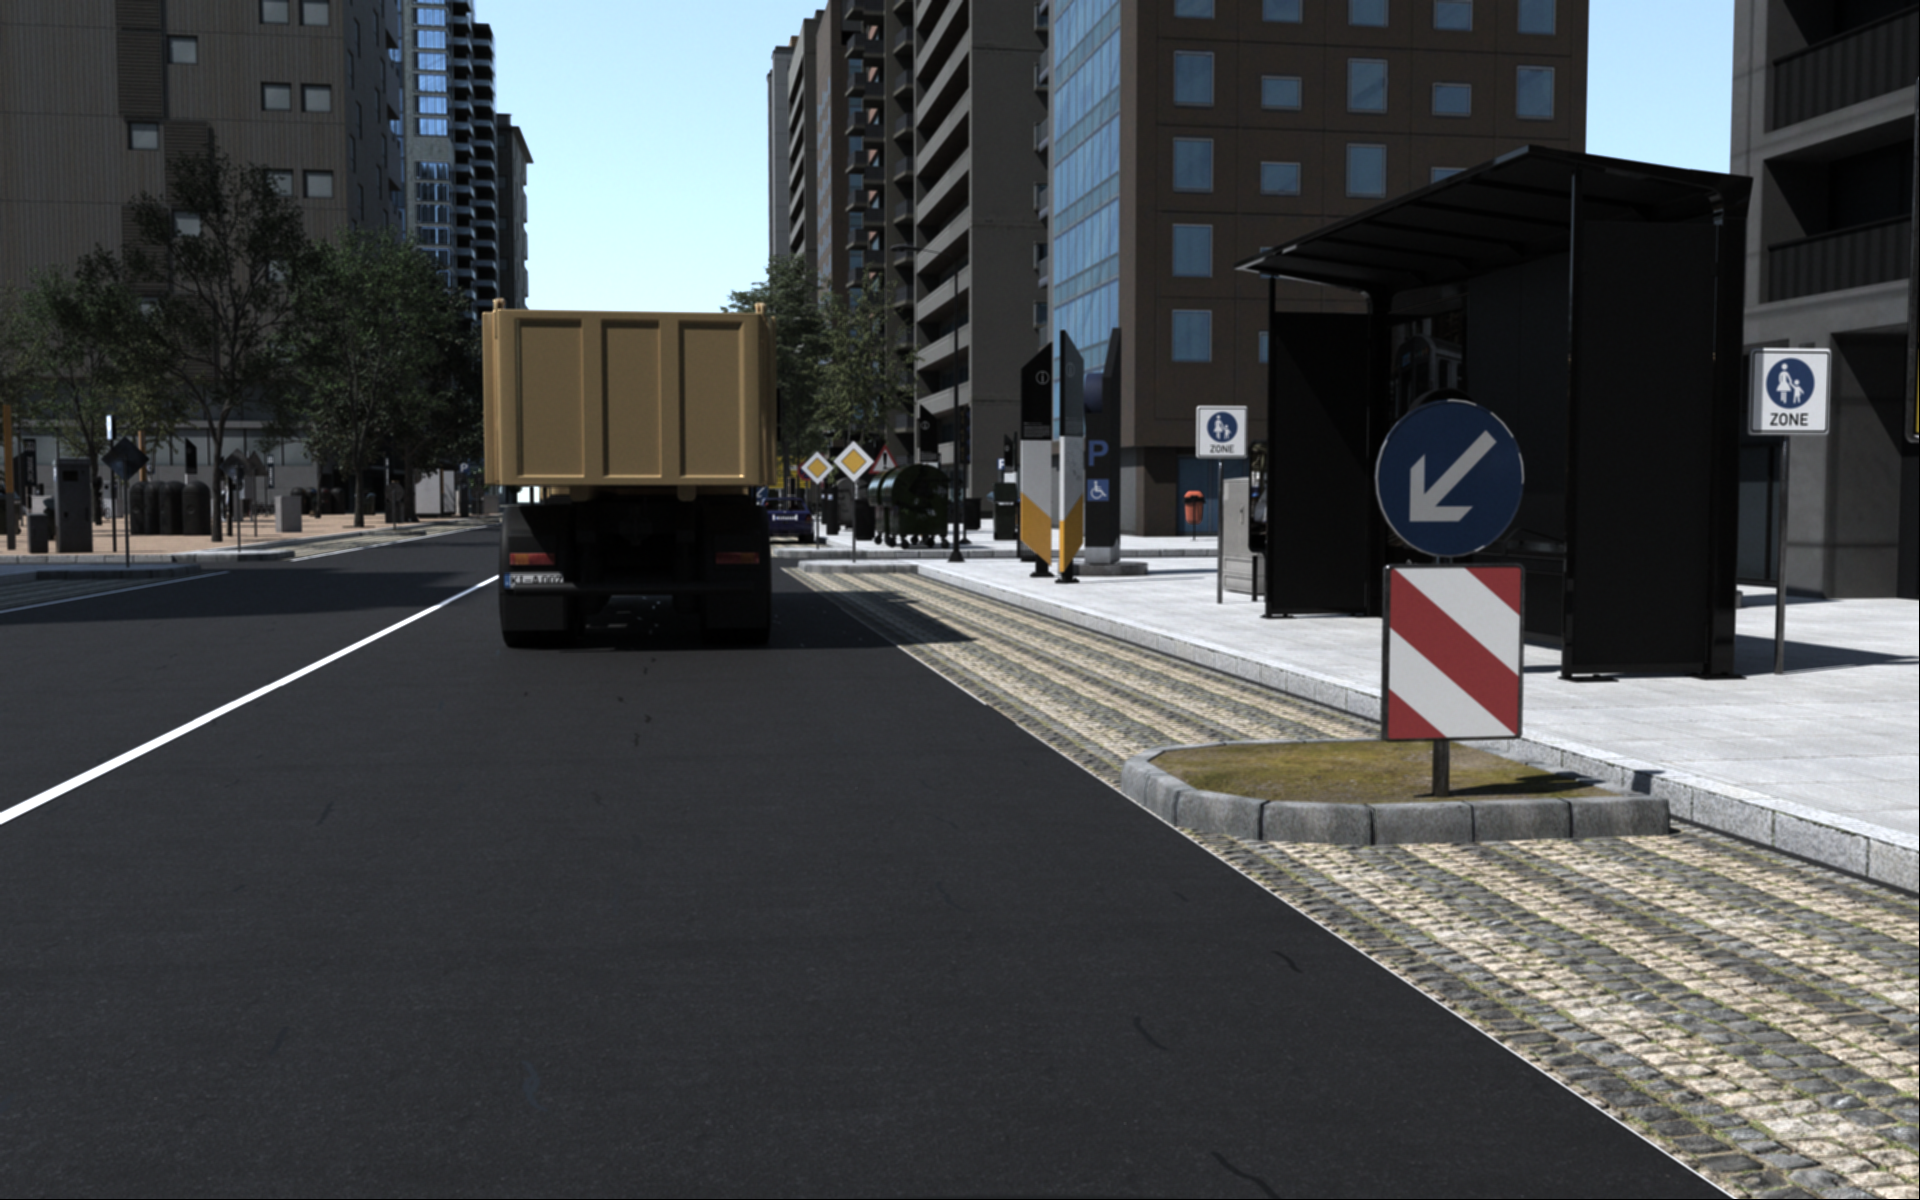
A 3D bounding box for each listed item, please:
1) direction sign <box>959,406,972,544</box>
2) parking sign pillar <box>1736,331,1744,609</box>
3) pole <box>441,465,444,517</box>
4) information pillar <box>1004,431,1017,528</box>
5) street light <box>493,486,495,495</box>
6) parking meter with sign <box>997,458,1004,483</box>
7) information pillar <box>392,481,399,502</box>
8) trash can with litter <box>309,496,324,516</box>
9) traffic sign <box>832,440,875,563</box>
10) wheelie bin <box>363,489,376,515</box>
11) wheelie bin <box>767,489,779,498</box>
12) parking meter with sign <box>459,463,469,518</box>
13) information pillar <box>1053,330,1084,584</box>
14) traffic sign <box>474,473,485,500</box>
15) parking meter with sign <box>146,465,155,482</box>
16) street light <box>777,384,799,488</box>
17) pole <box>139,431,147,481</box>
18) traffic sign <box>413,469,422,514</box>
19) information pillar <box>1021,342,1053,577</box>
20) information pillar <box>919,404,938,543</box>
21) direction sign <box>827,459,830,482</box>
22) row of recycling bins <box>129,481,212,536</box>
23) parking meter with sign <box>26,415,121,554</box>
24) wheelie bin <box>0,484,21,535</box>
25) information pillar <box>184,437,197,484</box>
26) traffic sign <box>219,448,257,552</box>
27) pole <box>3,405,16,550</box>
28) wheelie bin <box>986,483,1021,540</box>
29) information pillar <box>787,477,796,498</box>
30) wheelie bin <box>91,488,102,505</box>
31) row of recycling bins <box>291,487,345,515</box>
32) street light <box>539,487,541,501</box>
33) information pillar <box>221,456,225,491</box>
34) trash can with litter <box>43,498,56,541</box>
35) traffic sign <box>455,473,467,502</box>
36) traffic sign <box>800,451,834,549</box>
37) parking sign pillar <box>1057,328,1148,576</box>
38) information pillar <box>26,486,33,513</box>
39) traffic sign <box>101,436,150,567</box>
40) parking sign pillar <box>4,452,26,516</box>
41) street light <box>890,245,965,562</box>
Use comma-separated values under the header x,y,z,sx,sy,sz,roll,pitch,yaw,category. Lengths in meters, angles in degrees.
x,y,z,sx,sy,sz,roll,pitch,yaw,category
0.121,-3.229,44.799,0.379,3.537,0.876,1,4,18,direction sign
8.196,-1.914,19.772,1.447,3.967,1.447,-2,4,-35,parking sign pillar
-29.109,-6.330,97.340,0.158,3.312,0.155,0,3,0,pole
1.923,-4.657,67.489,0.504,3.616,0.183,3,4,38,information pillar
-30.013,-8.621,113.500,1.470,5.913,1.316,-1,4,-10,street light
2.258,-5.455,85.452,0.543,3.016,1.738,1,4,12,parking meter with sign
-31.521,-5.643,96.749,0.304,2.012,0.304,-3,5,-39,information pillar
-37.418,-5.459,100.634,0.624,1.170,1.055,0,4,1,trash can with litter
-1.983,-1.754,32.326,0.795,2.450,0.064,-1,4,-10,traffic sign
-35.736,-5.916,104.634,0.980,1.594,0.693,1,4,9,wheelie bin
-10.129,-5.163,92.324,0.980,1.594,0.693,-3,4,-37,wheelie bin
-27.342,-6.070,95.498,0.543,3.016,1.738,-1,4,-15,parking meter with sign
1.599,-2.053,24.929,0.183,3.616,0.504,3,5,40,information pillar
-29.232,-6.447,105.513,0.768,2.556,0.104,0,4,-6,traffic sign
-47.889,-6.496,102.467,0.543,3.016,1.738,-2,4,-26,parking meter with sign
-7.333,-6.121,72.613,1.470,5.913,1.316,-1,4,-10,street light
-26.346,-3.794,55.867,0.158,3.312,0.155,0,3,0,pole
-27.322,-5.300,86.766,0.768,2.556,0.104,-1,4,-9,traffic sign
1.187,-2.159,26.658,0.504,3.616,0.183,-1,4,-12,information pillar
-0.817,-3.278,44.947,0.504,3.616,0.183,0,4,5,information pillar
-8.171,-7.357,112.287,0.876,3.537,0.379,0,4,-1,direction sign
-24.842,-2.893,54.410,3.534,1.692,1.069,2,4,32,row of recycling bins
-19.386,-2.540,37.791,1.738,3.016,0.543,-3,4,-37,parking meter with sign
-30.059,-2.852,54.546,0.693,1.594,0.980,0,4,-5,wheelie bin
-31.665,-4.892,71.331,0.183,3.616,0.504,2,4,34,information pillar
-15.881,-2.108,38.111,0.795,2.450,0.064,-1,4,-10,traffic sign
-21.819,-2.808,39.754,0.158,3.312,0.155,0,3,0,pole
1.210,-2.461,48.142,0.980,1.594,0.693,0,4,-6,wheelie bin
-7.382,-4.373,75.990,0.304,2.012,0.304,-2,4,-25,information pillar
-47.634,-5.331,95.072,0.693,1.594,0.980,2,4,26,wheelie bin
-39.974,-6.155,107.744,1.069,1.692,3.534,3,4,37,row of recycling bins
-37.002,-11.146,154.776,1.470,5.913,1.316,-1,4,-10,street light
-45.004,-6.976,105.408,0.504,3.616,0.183,-3,5,-42,information pillar
-24.842,-2.226,47.790,1.055,1.170,0.624,3,5,42,trash can with litter
-30.159,-6.395,104.666,0.768,2.556,0.104,0,4,-1,traffic sign
-3.309,-2.236,40.201,0.795,2.450,0.064,-1,4,-10,traffic sign
2.278,-2.390,27.557,1.447,3.967,1.447,1,4,12,parking sign pillar
-52.765,-5.732,98.204,0.304,2.012,0.304,-3,4,-38,information pillar
-14.554,-1.627,30.237,0.795,2.450,0.064,-1,4,-10,traffic sign
-56.350,-7.040,103.574,1.447,3.967,1.447,-1,4,-21,parking sign pillar
-0.605,-3.668,32.509,1.470,5.913,1.316,-1,4,-10,street light
